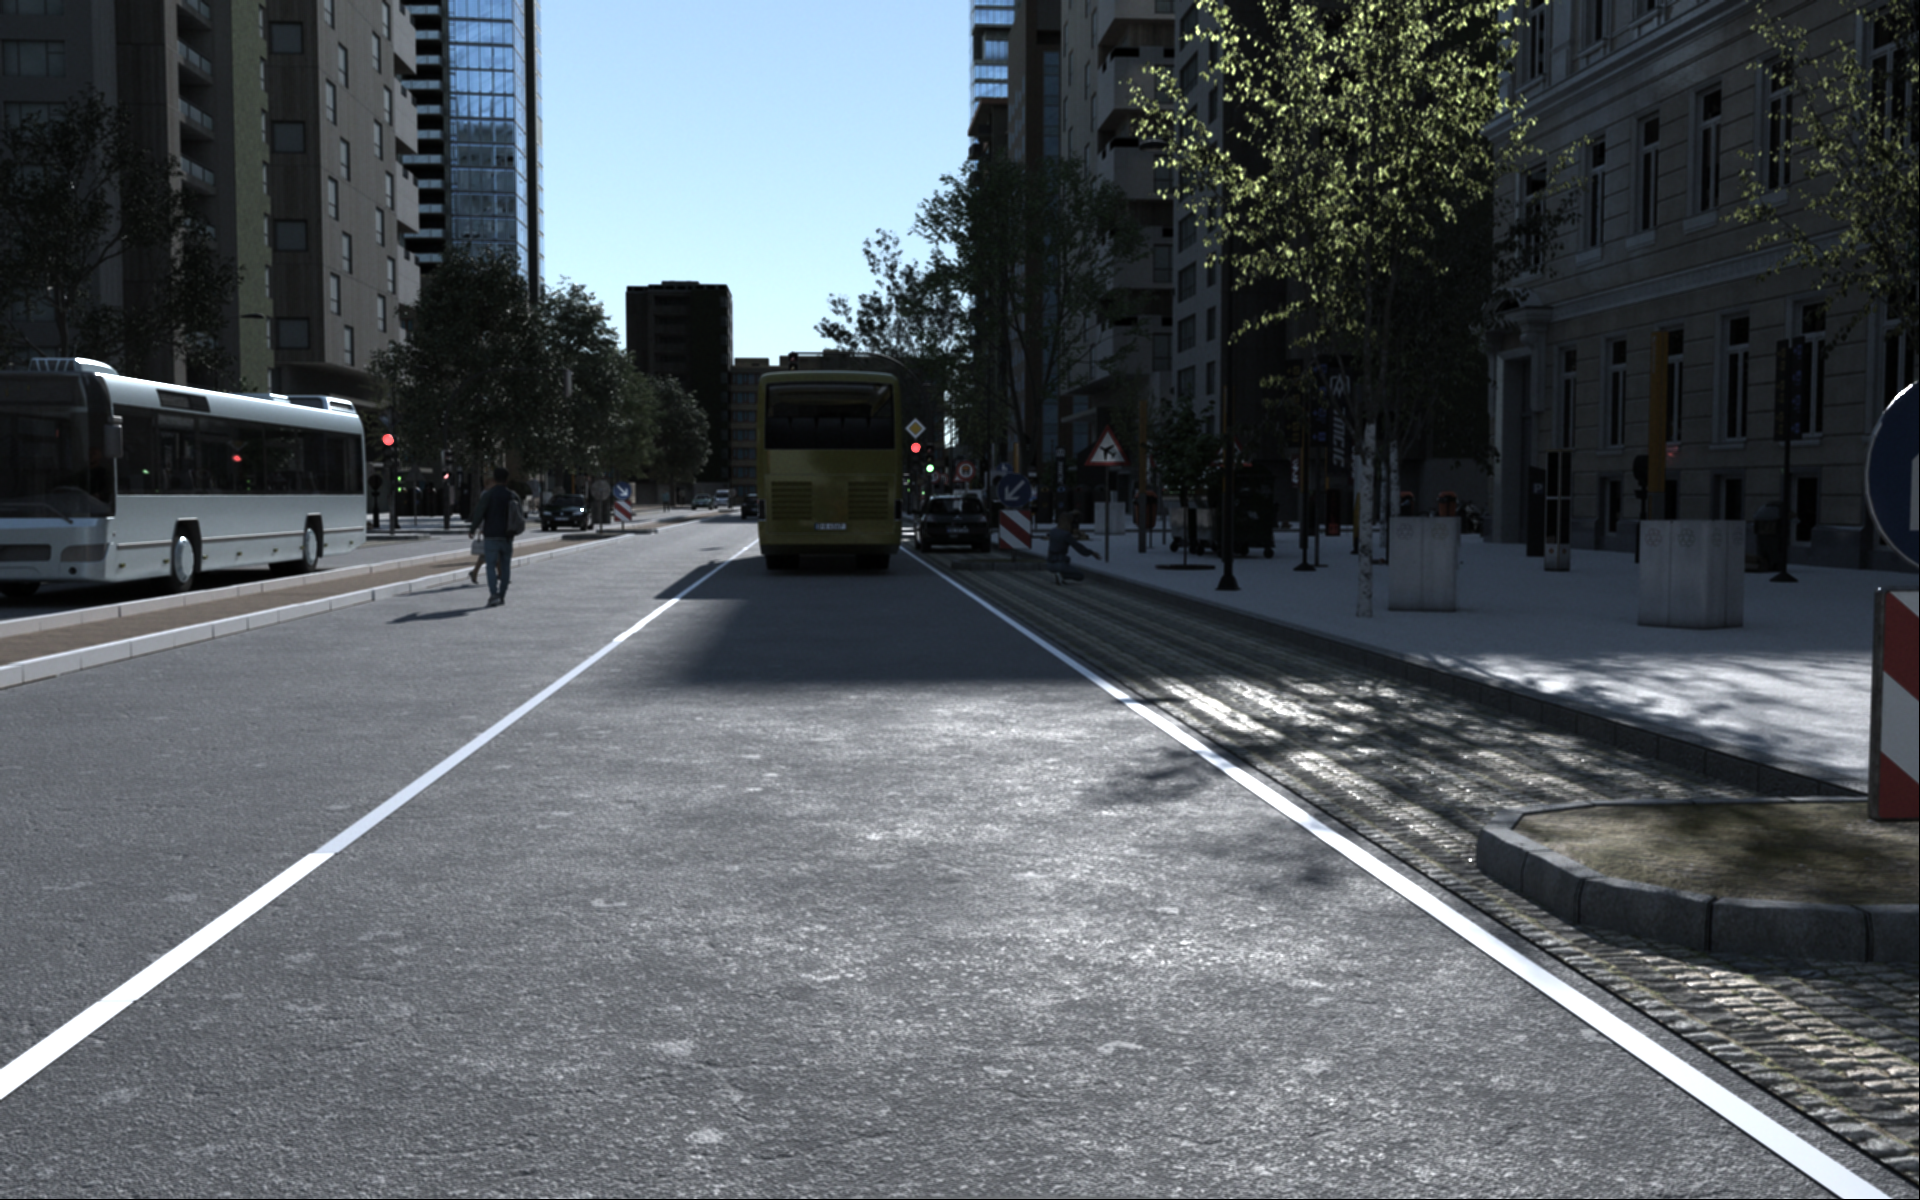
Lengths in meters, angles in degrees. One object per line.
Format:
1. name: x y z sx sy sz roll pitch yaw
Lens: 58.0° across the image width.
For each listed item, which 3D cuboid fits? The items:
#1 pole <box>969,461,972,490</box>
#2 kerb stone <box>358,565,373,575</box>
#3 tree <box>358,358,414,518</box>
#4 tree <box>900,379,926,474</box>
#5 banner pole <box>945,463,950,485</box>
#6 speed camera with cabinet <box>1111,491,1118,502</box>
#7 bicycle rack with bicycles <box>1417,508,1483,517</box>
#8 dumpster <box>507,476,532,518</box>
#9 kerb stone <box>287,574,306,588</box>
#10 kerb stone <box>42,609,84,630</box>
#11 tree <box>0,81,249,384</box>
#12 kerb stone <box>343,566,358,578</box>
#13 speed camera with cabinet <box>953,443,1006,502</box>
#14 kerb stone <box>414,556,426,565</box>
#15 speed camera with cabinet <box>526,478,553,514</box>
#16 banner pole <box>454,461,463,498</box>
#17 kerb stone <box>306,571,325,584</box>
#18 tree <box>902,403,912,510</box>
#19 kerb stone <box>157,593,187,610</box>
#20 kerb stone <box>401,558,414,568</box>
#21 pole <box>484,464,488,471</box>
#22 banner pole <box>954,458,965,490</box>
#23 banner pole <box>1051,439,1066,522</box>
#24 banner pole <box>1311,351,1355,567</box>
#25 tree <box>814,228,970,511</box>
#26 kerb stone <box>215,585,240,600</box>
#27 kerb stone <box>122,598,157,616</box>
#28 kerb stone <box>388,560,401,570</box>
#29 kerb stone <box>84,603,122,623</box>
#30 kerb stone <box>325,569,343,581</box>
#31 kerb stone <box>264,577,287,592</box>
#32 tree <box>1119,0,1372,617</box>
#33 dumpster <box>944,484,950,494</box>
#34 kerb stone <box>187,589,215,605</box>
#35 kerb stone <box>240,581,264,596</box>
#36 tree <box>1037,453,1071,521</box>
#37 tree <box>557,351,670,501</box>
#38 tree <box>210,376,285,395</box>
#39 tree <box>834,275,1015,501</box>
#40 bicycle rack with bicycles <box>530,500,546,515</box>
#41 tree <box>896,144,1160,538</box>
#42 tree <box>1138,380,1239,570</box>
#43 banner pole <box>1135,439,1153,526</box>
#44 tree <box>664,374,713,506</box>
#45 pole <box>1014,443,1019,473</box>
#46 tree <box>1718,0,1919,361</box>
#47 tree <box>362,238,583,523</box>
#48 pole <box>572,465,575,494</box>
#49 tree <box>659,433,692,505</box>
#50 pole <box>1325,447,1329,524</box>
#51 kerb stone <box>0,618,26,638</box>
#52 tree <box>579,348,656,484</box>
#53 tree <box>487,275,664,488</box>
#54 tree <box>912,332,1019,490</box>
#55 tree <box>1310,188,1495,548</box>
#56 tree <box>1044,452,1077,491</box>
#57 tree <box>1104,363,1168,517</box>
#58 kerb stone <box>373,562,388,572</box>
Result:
1. pole: 0.670 -6.997 108.243 0.158 3.312 0.155 0 3 0
2. kerb stone: -10.660 -0.523 30.774 0.120 0.150 1.000 0 4 -5
3. tree: -29.341 -8.528 89.797 4.360 8.622 3.978 0 3 0
4. tree: -7.943 -16.902 182.999 9.857 13.997 8.962 0 3 0
5. banner pole: -0.977 -9.133 139.339 0.401 3.779 0.863 2 4 33
6. speed camera with cabinet: 6.949 -5.691 87.389 2.038 3.252 0.660 2 4 35
7. bicycle rack with bicycles: 18.893 -3.207 65.816 2.925 0.926 2.852 1 4 19
8. dumpster: -23.257 -5.382 90.491 1.502 2.255 1.985 0 4 -4
9. kerb stone: -10.325 -0.275 26.693 0.120 0.150 1.000 0 4 -5
10. kerb stone: -9.673 0.227 18.524 0.120 0.150 1.000 0 4 -5
11. tree: -19.418 -6.363 38.450 8.767 10.594 7.601 1 4 20
12. kerb stone: -10.574 -0.462 29.750 0.120 0.150 1.000 0 4 -5
13. speed camera with cabinet: 0.758 -4.430 66.763 2.038 3.252 0.660 -2 4 -27
14. kerb stone: -10.972 -0.772 34.857 0.120 0.150 1.000 0 4 -5
15. speed camera with cabinet: -27.642 -7.339 114.334 0.660 3.252 2.038 3 4 38
16. banner pole: -37.528 -8.530 129.488 0.863 3.779 0.401 -3 4 -38
17. kerb stone: -10.403 -0.337 27.712 0.120 0.150 1.000 0 4 -5
18. tree: -3.171 -9.827 111.026 4.737 8.622 4.395 0 3 0
19. kerb stone: -9.920 0.039 21.593 0.120 0.150 1.000 0 4 -5
20. kerb stone: -10.894 -0.712 33.838 0.120 0.150 1.000 0 4 -5
21. pole: -29.891 -7.061 109.286 0.158 3.312 0.155 0 3 0
22. banner pole: 0.031 -7.117 106.388 0.863 3.779 0.401 0 4 1
23. banner pole: 4.450 -5.469 79.430 0.863 3.779 0.401 0 4 -4
24. banner pole: 6.493 -2.468 30.362 0.863 3.779 0.401 2 4 35
25. tree: -5.387 -16.544 126.384 12.611 20.169 13.585 0 3 0
26. kerb stone: -10.086 -0.081 23.633 0.120 0.150 1.000 0 4 -5
27. kerb stone: -9.830 0.099 20.572 0.120 0.150 1.000 0 4 -5
28. kerb stone: -10.818 -0.650 32.816 0.120 0.150 1.000 0 4 -5
29. kerb stone: -9.757 0.162 19.548 0.120 0.150 1.000 0 4 -5
30. kerb stone: -10.487 -0.400 28.732 0.120 0.150 1.000 0 4 -5
31. kerb stone: -10.239 -0.213 25.675 0.120 0.150 1.000 0 4 -5
32. tree: 4.102 -4.140 18.057 4.360 8.622 3.978 0 3 0
33. dumpster: -1.251 -6.351 106.336 1.502 2.255 1.985 0 4 -5
34. kerb stone: -10.000 -0.026 22.613 0.120 0.150 1.000 0 4 -5
35. kerb stone: -10.164 -0.150 24.654 0.120 0.150 1.000 0 4 -5
36. tree: 4.467 -5.310 81.419 1.663 3.219 1.824 0 3 0
37. tree: -25.967 -12.058 122.905 9.928 11.665 9.643 0 3 0
38. tree: -19.886 -3.936 48.072 4.285 4.588 4.351 0 3 0
39. tree: -1.982 -11.427 97.195 12.009 13.543 11.850 0 3 0
40. bicycle rack with bicycles: -25.029 -5.816 108.469 2.925 0.926 2.852 2 4 31
41. tree: 1.995 -7.638 50.644 9.928 11.665 9.643 0 3 0
42. tree: 3.875 -2.140 29.589 1.663 3.219 1.824 0 3 0
43. banner pole: 7.449 -4.882 69.841 0.863 3.779 0.401 3 5 43
44. tree: -30.282 -16.851 182.173 9.857 13.997 8.962 0 3 0
45. pole: 2.229 -4.581 68.736 0.158 3.312 0.155 0 3 0
46. tree: 11.134 -4.239 19.667 4.360 8.622 3.978 0 3 0
47. tree: -21.714 -9.826 77.665 9.611 12.733 9.660 0 3 0
48. pole: -25.385 -7.329 113.677 0.158 3.312 0.155 0 3 0
49. tree: -33.348 -15.665 206.482 4.360 8.622 3.978 0 3 0
50. pole: 14.885 -4.671 70.213 0.158 3.312 0.155 0 3 0
51. kerb stone: -9.589 0.287 17.505 0.120 0.150 1.000 0 4 -5
52. tree: -26.906 -13.224 134.332 7.486 12.596 7.792 0 3 0
53. tree: -23.823 -11.979 102.513 9.857 13.997 8.962 0 3 0
54. tree: 0.586 -7.904 79.585 4.737 8.622 4.395 0 3 0
55. tree: 10.385 -5.564 41.341 4.737 8.622 4.395 0 3 0
56. tree: 8.173 -9.125 132.911 4.285 4.588 4.351 0 3 0
57. tree: 9.800 -8.889 95.701 4.737 8.622 4.395 0 3 0
58. kerb stone: -10.730 -0.575 31.794 0.120 0.150 1.000 0 4 -5
